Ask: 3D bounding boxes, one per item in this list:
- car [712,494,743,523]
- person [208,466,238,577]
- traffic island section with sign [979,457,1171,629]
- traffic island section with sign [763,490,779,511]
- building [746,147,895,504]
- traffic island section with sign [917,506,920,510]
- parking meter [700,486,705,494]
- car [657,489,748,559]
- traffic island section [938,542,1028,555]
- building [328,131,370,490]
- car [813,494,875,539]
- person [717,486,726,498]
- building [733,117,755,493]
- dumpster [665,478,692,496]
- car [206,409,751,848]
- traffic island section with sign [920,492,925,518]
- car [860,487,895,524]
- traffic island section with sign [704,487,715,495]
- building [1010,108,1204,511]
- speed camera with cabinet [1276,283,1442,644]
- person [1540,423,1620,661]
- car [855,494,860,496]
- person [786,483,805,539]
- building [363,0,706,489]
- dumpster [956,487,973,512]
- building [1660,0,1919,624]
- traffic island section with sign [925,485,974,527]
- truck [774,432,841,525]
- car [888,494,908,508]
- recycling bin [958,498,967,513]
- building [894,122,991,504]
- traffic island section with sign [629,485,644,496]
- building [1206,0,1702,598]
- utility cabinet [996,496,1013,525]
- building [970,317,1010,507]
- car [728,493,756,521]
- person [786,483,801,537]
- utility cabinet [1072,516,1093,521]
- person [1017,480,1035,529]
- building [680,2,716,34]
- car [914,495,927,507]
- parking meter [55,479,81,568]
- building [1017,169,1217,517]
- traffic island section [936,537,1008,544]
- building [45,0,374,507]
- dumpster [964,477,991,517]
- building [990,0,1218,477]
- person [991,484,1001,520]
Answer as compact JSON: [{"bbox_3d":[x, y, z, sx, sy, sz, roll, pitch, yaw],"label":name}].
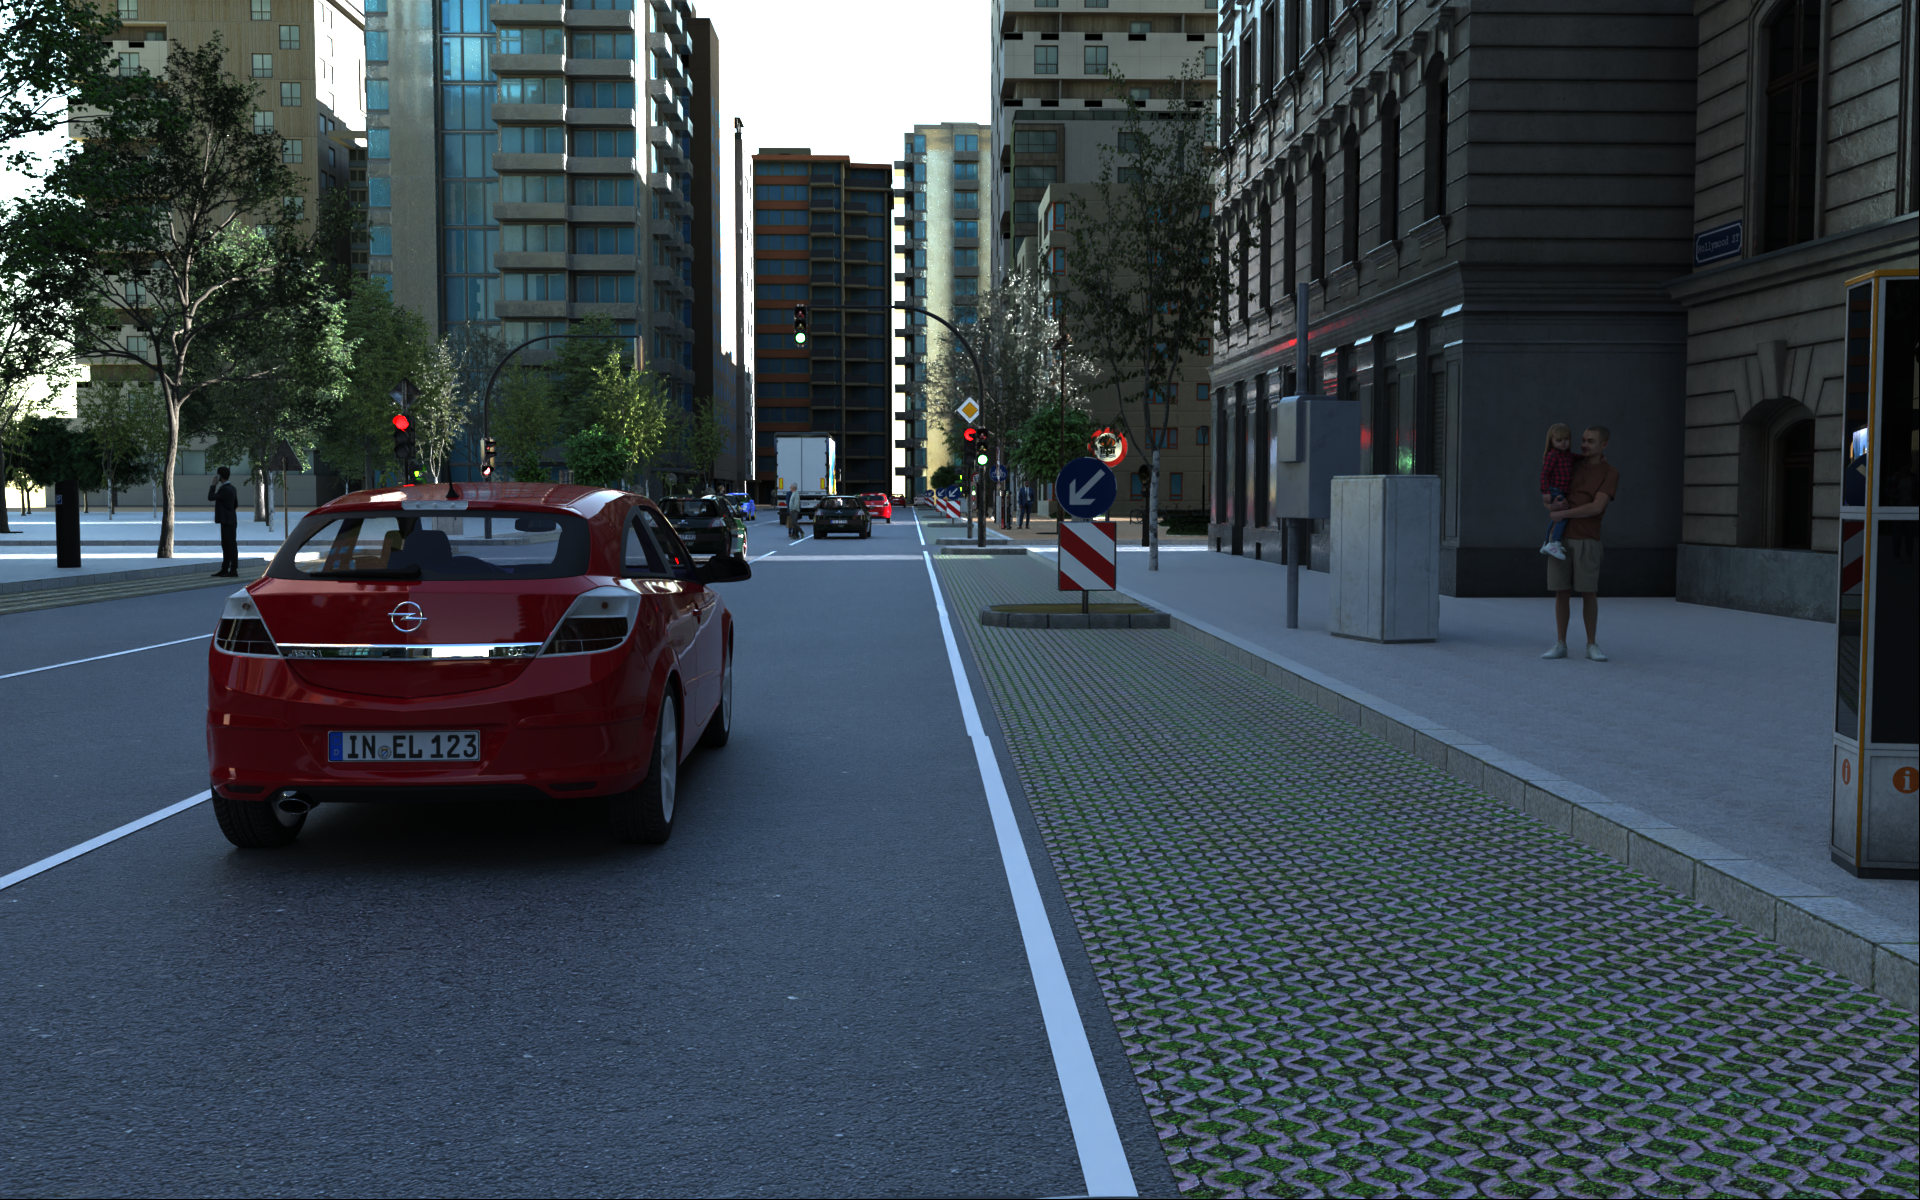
[{"bbox_3d":[-10.633,-4.125,77.234,2.009,1.686,4.222,0,4,-3],"label":"car"},{"bbox_3d":[-12.637,-1.335,29.697,0.474,1.900,0.648,-1,4,-21],"label":"person"},{"bbox_3d":[1.219,-0.649,19.235,1.989,1.847,2.006,0,4,-2],"label":"traffic island section with sign"},{"bbox_3d":[-16.200,-8.753,151.741,1.989,1.847,2.006,0,4,-2],"label":"traffic island section with sign"},{"bbox_3d":[-22.830,-34.687,221.754,28.867,44.769,22.147,0,4,-2],"label":"building"},{"bbox_3d":[-2.710,-8.798,152.477,1.989,1.847,2.006,0,4,-2],"label":"traffic island section with sign"},{"bbox_3d":[-17.542,-6.880,118.192,0.255,1.863,0.399,1,4,11],"label":"parking meter"},{"bbox_3d":[-5.609,-1.670,37.091,2.009,1.686,4.222,0,4,0],"label":"car"},{"bbox_3d":[0.541,-1.208,42.024,2.009,0.180,2.903,0,4,-2],"label":"traffic island section"},{"bbox_3d":[-48.704,-29.917,181.024,23.993,40.220,32.217,0,4,-2],"label":"building"},{"bbox_3d":[-3.822,-2.863,56.601,2.009,1.686,4.222,0,4,0],"label":"car"},{"bbox_3d":[-9.596,-3.689,69.245,0.534,1.772,0.576,0,4,3],"label":"person"},{"bbox_3d":[-29.917,-30.963,189.833,14.086,41.232,14.154,0,4,-2],"label":"building"},{"bbox_3d":[-17.306,-6.356,106.414,1.502,2.255,1.985,0,4,-2],"label":"dumpster"},{"bbox_3d":[-2.145,0.031,8.535,2.155,1.783,4.494,0,4,-3],"label":"car"},{"bbox_3d":[-1.235,-5.739,102.464,1.989,1.847,2.006,0,4,-2],"label":"traffic island section with sign"},{"bbox_3d":[-4.306,-4.686,85.649,2.155,1.783,4.494,0,4,-2],"label":"car"},{"bbox_3d":[-14.749,-5.729,102.294,1.989,1.847,2.006,0,4,-2],"label":"traffic island section with sign"},{"bbox_3d":[10.771,-22.147,133.799,14.160,30.474,14.107,0,4,-2],"label":"building"},{"bbox_3d":[3.593,-1.309,15.738,0.660,3.252,2.038,-1,4,-17],"label":"speed camera with cabinet"},{"bbox_3d":[4.747,-0.454,13.435,0.580,1.828,0.573,0,4,-6],"label":"person"},{"bbox_3d":[-11.238,-11.470,196.330,1.959,1.807,4.718,0,4,-3],"label":"car"},{"bbox_3d":[-5.213,-2.809,54.906,0.515,1.767,0.782,-1,4,-16],"label":"person"},{"bbox_3d":[-33.483,-31.749,138.699,23.786,49.044,30.456,0,4,-2],"label":"building"},{"bbox_3d":[0.329,-6.943,119.281,1.264,1.857,1.865,0,4,-2],"label":"dumpster"},{"bbox_3d":[14.194,-11.260,3.180,14.460,24.649,34.723,0,4,-2],"label":"building"},{"bbox_3d":[-0.417,-4.050,74.838,1.989,1.847,2.006,0,4,-2],"label":"traffic island section with sign"},{"bbox_3d":[-7.399,-5.844,84.457,2.839,4.237,11.283,0,4,-2],"label":"truck"},{"bbox_3d":[-6.615,-10.650,183.162,2.155,1.783,4.494,0,4,-1],"label":"car"},{"bbox_3d":[0.305,-6.430,117.681,0.722,1.027,0.722,1,4,19],"label":"recycling bin"},{"bbox_3d":[6.806,-36.899,222.898,30.456,49.044,23.786,0,4,-2],"label":"building"},{"bbox_3d":[-13.931,-4.033,74.561,1.989,1.847,2.006,0,4,-2],"label":"traffic island section with sign"},{"bbox_3d":[10.562,-11.052,29.858,9.793,20.994,18.267,0,4,-2],"label":"building"},{"bbox_3d":[1.866,-3.788,73.097,0.306,1.237,1.020,-2,4,-25],"label":"utility cabinet"},{"bbox_3d":[15.375,-20.759,184.446,27.650,21.520,28.899,0,4,-2],"label":"building"},{"bbox_3d":[-12.093,-5.159,93.936,1.945,1.707,3.694,0,4,0],"label":"car"},{"bbox_3d":[-5.576,-3.010,57.902,0.419,1.800,0.721,2,4,33],"label":"person"},{"bbox_3d":[2.670,-1.795,38.030,0.318,1.500,1.173,0,4,-5],"label":"utility cabinet"},{"bbox_3d":[2.435,-3.552,64.307,0.721,1.800,0.419,-1,4,-13],"label":"person"},{"bbox_3d":[-29.211,-31.261,161.233,14.600,45.320,14.200,0,4,-2],"label":"building"},{"bbox_3d":[-4.221,-11.207,195.602,2.083,1.381,4.827,0,3,0],"label":"car"},{"bbox_3d":[-15.577,-1.335,30.239,0.372,1.533,0.369,0,3,0],"label":"parking meter"},{"bbox_3d":[18.371,-16.287,111.339,27.650,21.520,28.899,0,4,-2],"label":"building"},{"bbox_3d":[0.306,-1.696,50.006,2.009,0.180,2.903,0,4,-2],"label":"traffic island section"},{"bbox_3d":[-75.281,-36.161,180.474,27.495,52.752,28.713,0,4,-2],"label":"building"},{"bbox_3d":[0.984,-5.907,99.072,1.502,2.255,1.985,0,4,-2],"label":"dumpster"},{"bbox_3d":[16.717,-34.557,154.251,28.713,52.752,27.495,0,4,-2],"label":"building"},{"bbox_3d":[1.801,-4.850,85.519,0.728,1.800,0.709,-2,4,-35],"label":"person"}]
